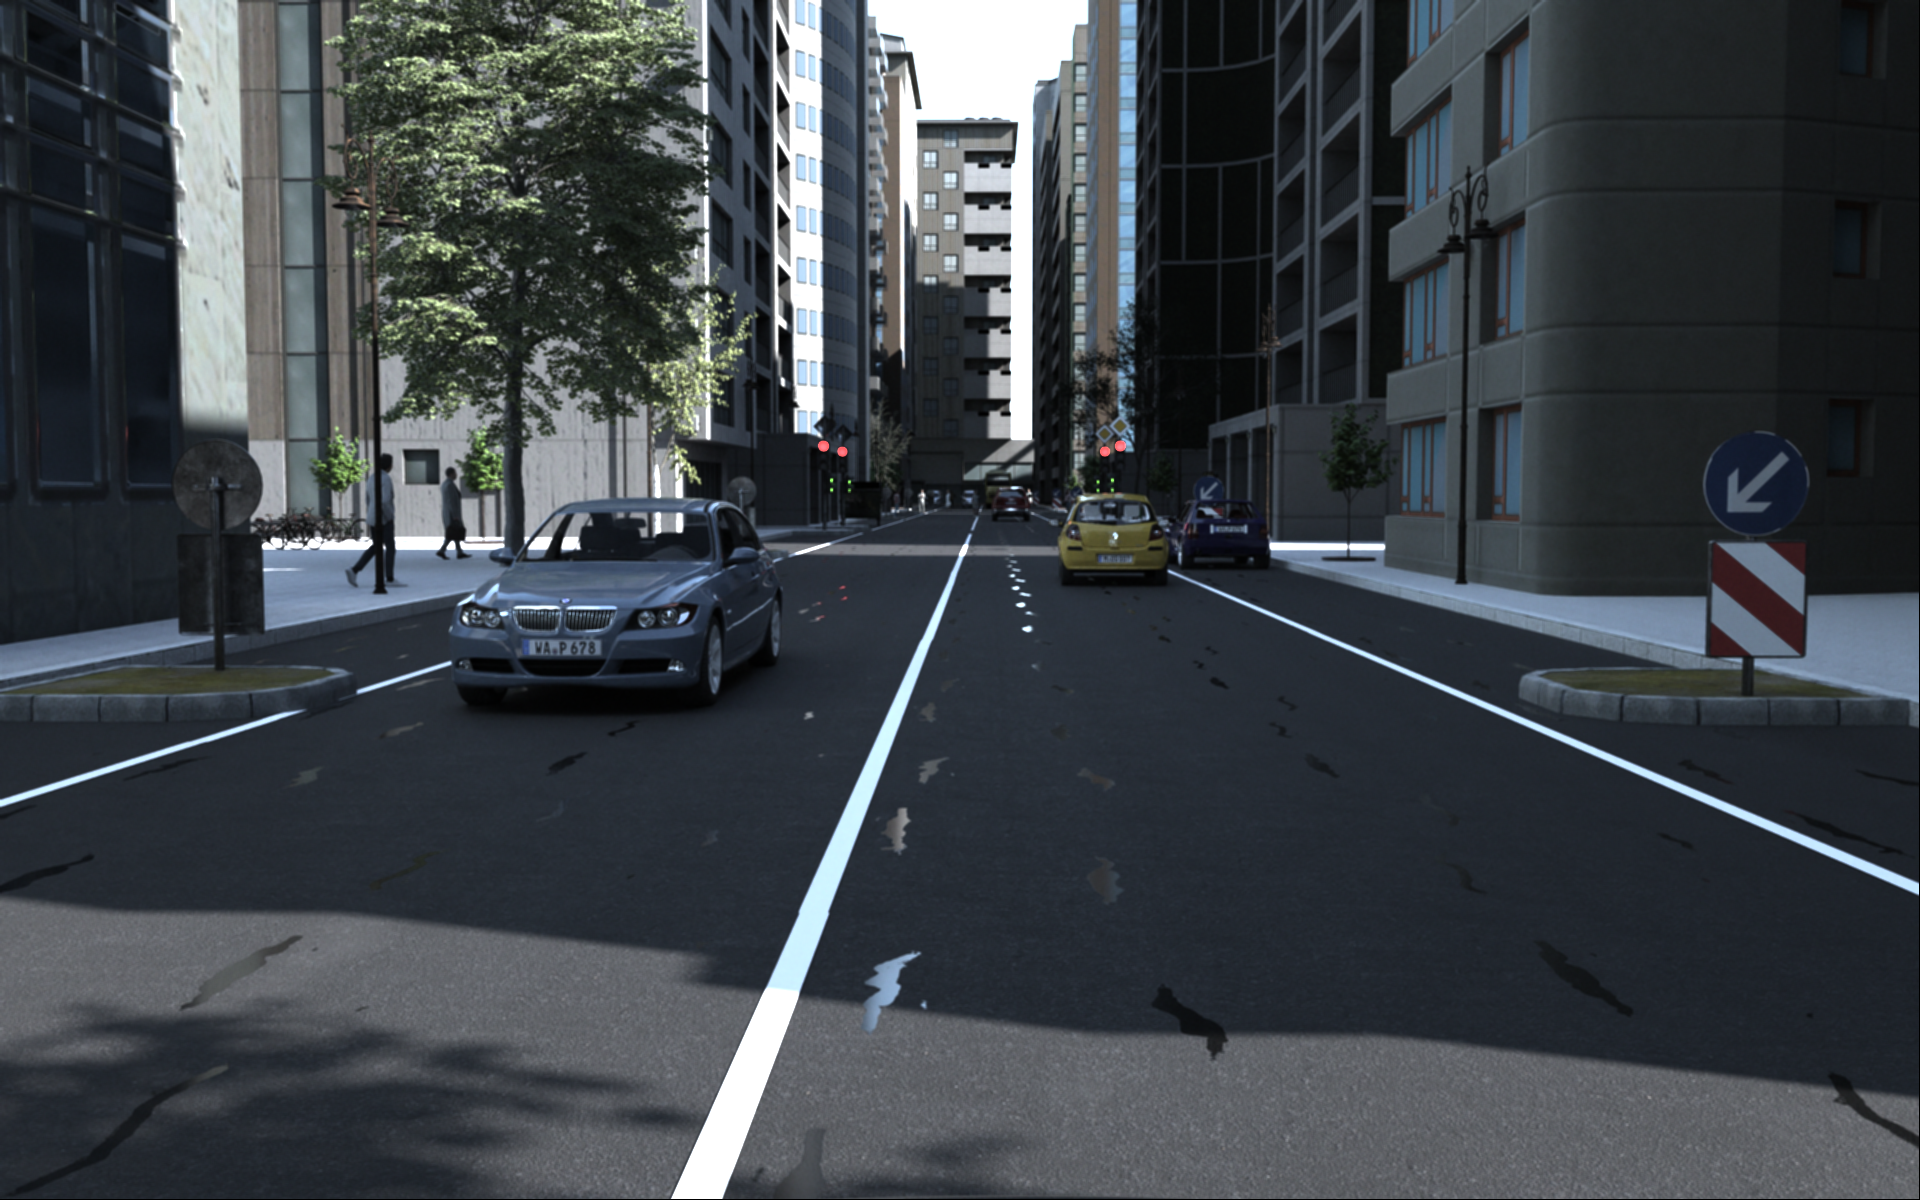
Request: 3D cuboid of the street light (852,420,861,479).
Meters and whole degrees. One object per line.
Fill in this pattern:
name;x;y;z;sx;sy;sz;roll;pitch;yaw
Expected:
street light;-6.318;-8.116;105.480;0.468;5.910;1.993;0;4;1

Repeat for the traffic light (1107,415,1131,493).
traffic light;5.654;-4.441;61.527;0.839;4.253;0.868;0;4;1

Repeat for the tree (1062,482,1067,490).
tree;9.709;-9.326;147.083;1.663;3.219;1.824;0;3;0

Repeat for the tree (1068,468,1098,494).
tree;8.681;-7.495;117.141;1.663;3.219;1.824;0;3;0

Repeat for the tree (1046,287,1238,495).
tree;8.093;-8.837;78.904;8.767;10.594;7.601;-1;4;-13

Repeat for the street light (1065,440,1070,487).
street light;8.993;-10.481;144.146;0.468;5.910;1.993;0;4;1

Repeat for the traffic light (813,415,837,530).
traffic light;-4.806;-4.450;61.674;0.839;4.253;0.868;0;4;1

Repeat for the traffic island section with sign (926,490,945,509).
traffic island section with sign;-2.790;-10.018;172.430;1.989;1.847;2.006;0;4;1

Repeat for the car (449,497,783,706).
car;-2.453;-0.079;13.289;2.014;1.417;4.499;0;4;3

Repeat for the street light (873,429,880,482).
street light;-5.925;-9.191;123.063;0.468;5.910;1.993;0;4;1

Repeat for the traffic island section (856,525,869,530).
traffic island section;-4.722;-2.906;69.793;2.009;0.180;2.903;0;4;1

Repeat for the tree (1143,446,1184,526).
tree;8.205;-4.551;69.009;1.663;3.219;1.824;0;3;0

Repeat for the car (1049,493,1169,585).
car;2.484;-1.125;28.616;2.015;1.641;3.980;0;4;3

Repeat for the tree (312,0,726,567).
tree;-7.757;-6.887;30.728;7.486;12.596;7.792;0;3;0

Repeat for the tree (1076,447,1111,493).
tree;9.874;-8.459;122.021;4.285;4.588;4.351;0;3;0

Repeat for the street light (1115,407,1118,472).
street light;8.144;-7.173;90.064;0.468;5.910;1.993;0;4;1

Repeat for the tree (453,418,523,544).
tree;-12.244;-3.046;44.405;1.663;3.219;1.824;0;3;0

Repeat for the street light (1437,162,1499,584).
street light;7.162;-3.167;24.565;0.468;5.910;1.993;0;4;1

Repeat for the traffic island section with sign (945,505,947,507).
traffic island section with sign;-2.365;-11.720;200.244;1.989;1.847;2.006;0;4;1

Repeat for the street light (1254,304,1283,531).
street light;7.498;-4.246;42.207;0.468;5.910;1.993;0;4;1

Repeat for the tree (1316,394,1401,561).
tree;7.425;-2.371;33.370;1.663;3.219;1.824;0;3;0

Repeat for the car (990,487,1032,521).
car;2.743;-5.181;93.386;2.281;1.827;5.304;0;4;1

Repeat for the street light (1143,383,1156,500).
street light;7.872;-6.091;72.382;0.468;5.910;1.993;0;4;1

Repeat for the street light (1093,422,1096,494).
street light;8.392;-8.267;107.953;0.468;5.910;1.993;0;4;1

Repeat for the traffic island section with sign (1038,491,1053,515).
traffic island section with sign;6.630;-6.885;121.196;1.989;1.847;2.006;0;4;1

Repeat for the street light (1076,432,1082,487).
street light;8.648;-9.354;125.731;0.468;5.910;1.993;0;4;1

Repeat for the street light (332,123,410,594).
street light;-7.472;-3.019;22.142;0.468;5.910;1.993;0;4;1

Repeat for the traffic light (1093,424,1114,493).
traffic light;5.778;-4.929;69.511;0.839;4.253;0.868;0;4;1

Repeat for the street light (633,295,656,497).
street light;-7.180;-4.110;39.984;0.468;5.910;1.993;0;4;1

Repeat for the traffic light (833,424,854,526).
traffic light;-4.682;-4.938;69.658;0.839;4.253;0.868;0;4;1

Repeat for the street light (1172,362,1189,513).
street light;7.731;-5.387;60.861;0.468;5.910;1.993;0;4;1

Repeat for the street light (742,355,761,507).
street light;-6.911;-5.185;57.569;0.468;5.910;1.993;0;4;1

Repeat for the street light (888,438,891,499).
street light;-5.696;-10.267;140.648;0.468;5.910;1.993;0;4;1

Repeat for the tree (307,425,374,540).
tree;-17.719;-3.336;49.148;1.663;3.219;1.824;0;3;0

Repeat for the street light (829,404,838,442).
street light;-6.452;-7.017;87.518;0.468;5.910;1.993;0;4;1

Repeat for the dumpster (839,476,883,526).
dumpster;-4.464;-4.472;78.073;1.985;2.255;1.502;0;4;-1

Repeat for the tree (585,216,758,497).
tree;-7.716;-5.801;45.213;4.737;8.622;4.395;0;3;0

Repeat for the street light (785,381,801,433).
street light;-6.727;-5.942;69.933;0.468;5.910;1.993;0;4;1

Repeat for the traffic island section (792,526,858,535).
traffic island section;-4.846;-2.418;61.809;2.009;0.180;2.903;0;4;1

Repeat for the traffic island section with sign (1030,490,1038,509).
traffic island section with sign;7.411;-9.971;171.649;1.989;1.847;2.006;0;4;1

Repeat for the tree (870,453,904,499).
tree;-6.077;-9.365;136.829;4.285;4.588;4.351;0;3;0

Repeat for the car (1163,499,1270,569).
car;5.074;-1.344;34.552;1.945;1.354;3.894;0;3;0

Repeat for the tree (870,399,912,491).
tree;-5.990;-10.986;129.980;4.360;8.622;3.978;0;3;0
